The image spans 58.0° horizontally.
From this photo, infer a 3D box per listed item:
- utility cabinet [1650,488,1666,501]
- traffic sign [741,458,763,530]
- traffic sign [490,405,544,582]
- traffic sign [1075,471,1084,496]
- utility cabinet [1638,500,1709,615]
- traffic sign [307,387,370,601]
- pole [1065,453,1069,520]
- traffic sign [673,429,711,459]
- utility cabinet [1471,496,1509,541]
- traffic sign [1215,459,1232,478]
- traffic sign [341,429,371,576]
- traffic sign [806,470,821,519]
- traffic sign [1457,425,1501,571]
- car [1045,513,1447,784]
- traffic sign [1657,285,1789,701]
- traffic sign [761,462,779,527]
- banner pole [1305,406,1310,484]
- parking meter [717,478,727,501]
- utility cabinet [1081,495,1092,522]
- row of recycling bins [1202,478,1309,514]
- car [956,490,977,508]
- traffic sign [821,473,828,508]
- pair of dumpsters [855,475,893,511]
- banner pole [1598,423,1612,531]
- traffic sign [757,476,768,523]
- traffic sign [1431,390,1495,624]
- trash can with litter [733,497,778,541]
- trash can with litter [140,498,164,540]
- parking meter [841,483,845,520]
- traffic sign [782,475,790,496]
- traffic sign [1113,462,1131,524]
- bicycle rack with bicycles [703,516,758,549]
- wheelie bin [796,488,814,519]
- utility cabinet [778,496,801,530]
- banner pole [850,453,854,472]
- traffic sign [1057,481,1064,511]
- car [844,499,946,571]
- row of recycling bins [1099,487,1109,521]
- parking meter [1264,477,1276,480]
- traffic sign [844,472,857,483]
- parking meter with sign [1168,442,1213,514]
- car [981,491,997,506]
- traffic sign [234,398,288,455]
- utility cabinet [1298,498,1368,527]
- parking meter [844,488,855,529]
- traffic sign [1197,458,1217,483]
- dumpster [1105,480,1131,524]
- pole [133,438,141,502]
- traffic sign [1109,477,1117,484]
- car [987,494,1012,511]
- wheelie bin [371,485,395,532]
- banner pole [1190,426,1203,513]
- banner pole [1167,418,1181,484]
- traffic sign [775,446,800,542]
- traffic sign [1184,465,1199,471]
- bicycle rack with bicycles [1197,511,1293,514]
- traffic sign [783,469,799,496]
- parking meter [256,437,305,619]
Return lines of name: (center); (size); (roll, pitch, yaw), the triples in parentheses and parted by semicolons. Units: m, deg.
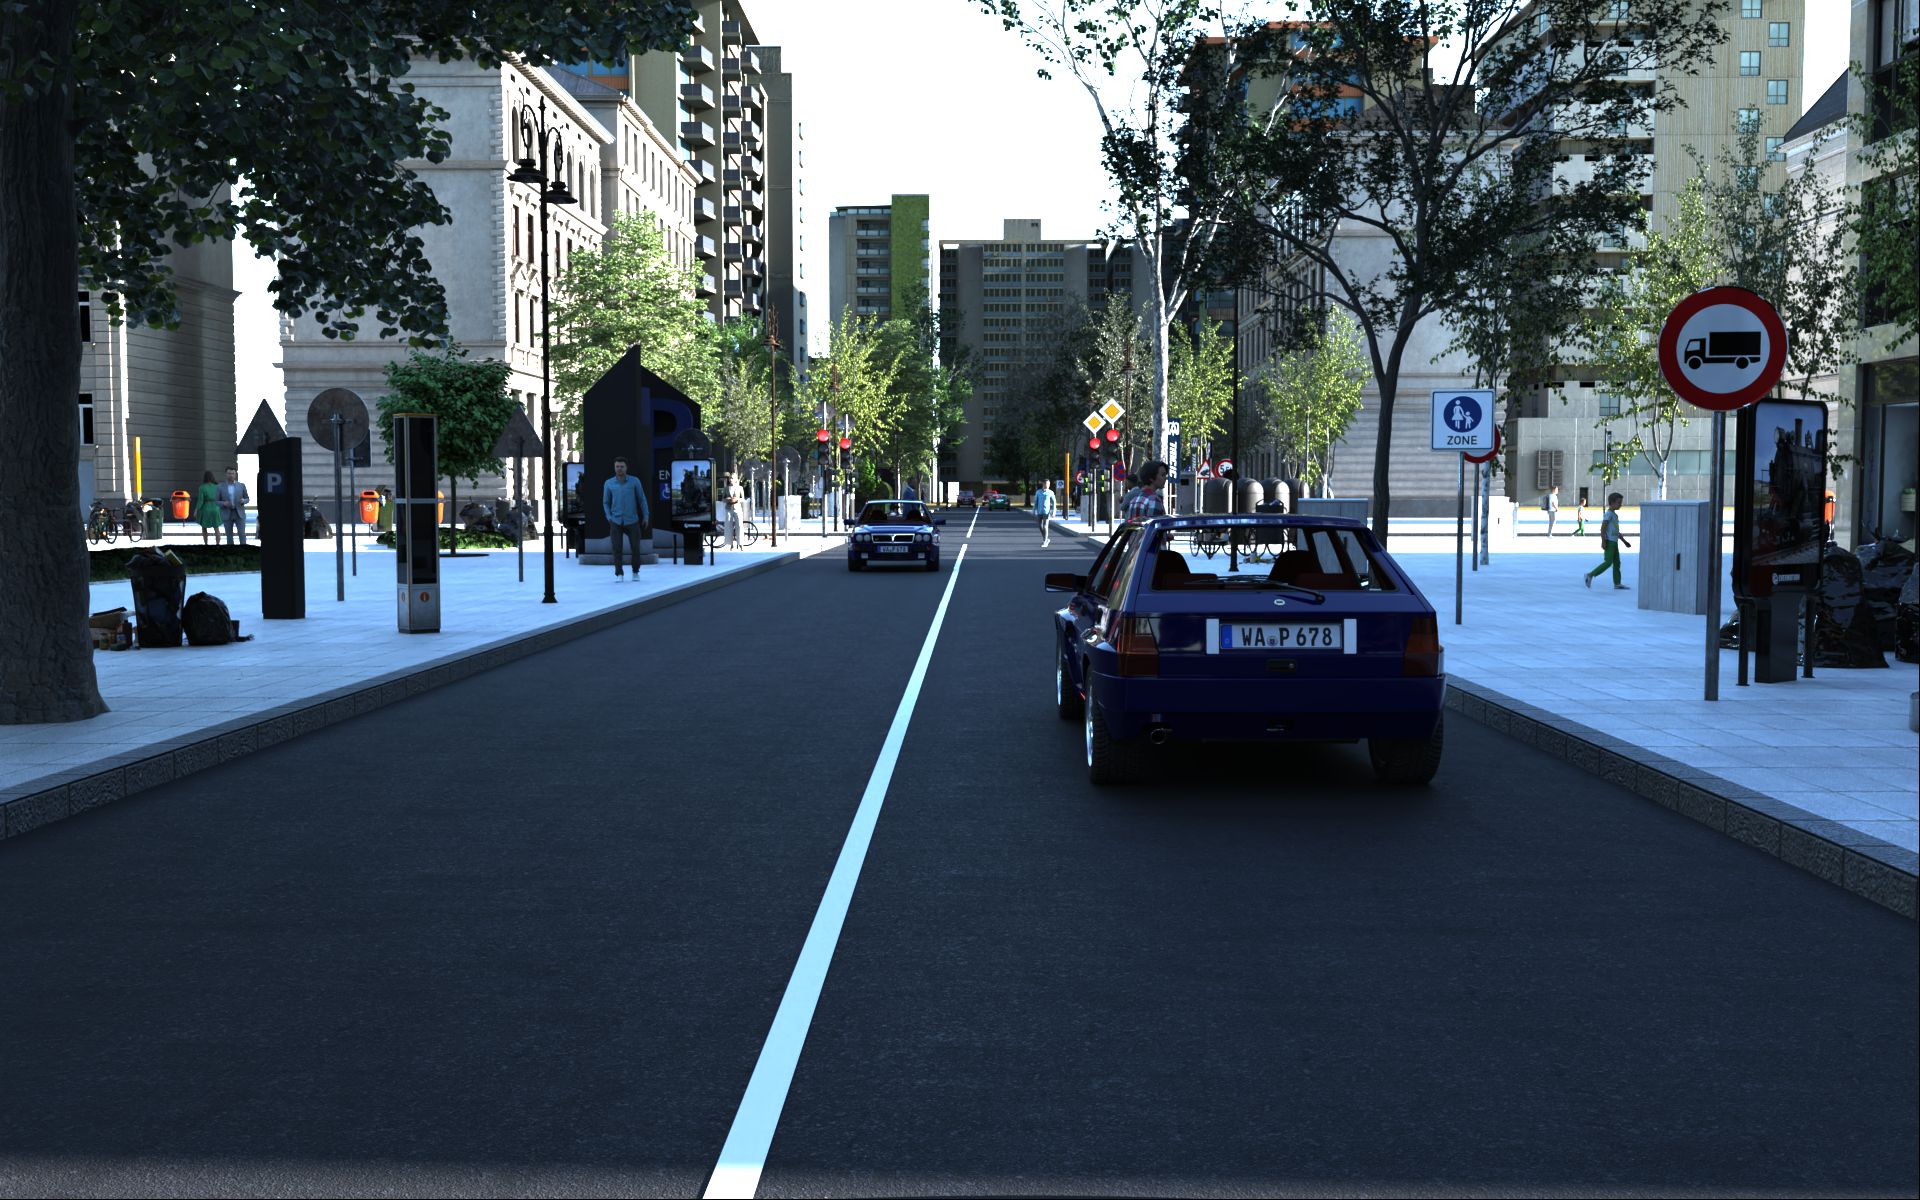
utility cabinet: (24.690, -3.221, 61.337); (0.318, 1.500, 1.173); (2, 4, 33)
traffic sign: (-7.386, -3.757, 61.538); (0.768, 2.556, 0.104); (0, 4, 2)
traffic sign: (-6.418, -1.544, 25.256); (0.884, 2.594, 0.081); (0, 4, 2)
traffic sign: (6.689, -5.799, 94.916); (0.768, 2.556, 0.104); (1, 4, 9)
utility cabinet: (7.820, -0.471, 18.867); (0.306, 1.237, 1.020); (-1, 4, -14)
traffic sign: (-7.439, -1.261, 20.730); (0.768, 2.556, 0.104); (0, 4, 5)
pole: (5.329, -5.664, 86.446); (0.158, 3.312, 0.155); (0, 3, 0)
traffic sign: (-5.213, -2.054, 33.692); (0.768, 2.556, 0.104); (0, 4, 8)
utility cabinet: (14.463, -2.208, 47.260); (1.020, 1.237, 0.306); (-1, 4, -18)
traffic sign: (9.670, -3.849, 63.033); (0.768, 2.556, 0.104); (0, 4, 6)
traffic sign: (-9.515, -1.531, 27.157); (0.606, 2.300, 0.079); (1, 4, 10)
traffic sign: (-7.619, -5.493, 89.915); (0.768, 2.556, 0.104); (1, 4, 10)
traffic sign: (8.609, -1.760, 28.877); (0.768, 2.556, 0.104); (0, 4, 5)
car: (1.483, 0.164, 9.901); (1.945, 1.354, 3.894); (0, 4, 0)
traffic sign: (4.674, -0.648, 10.698); (0.768, 2.556, 0.104); (1, 4, 8)
traffic sign: (-7.490, -4.149, 67.941); (0.768, 2.556, 0.104); (0, 4, 7)
banner pole: (9.831, -3.614, 49.099); (0.401, 3.779, 0.863); (1, 4, 10)
parking meter: (-8.526, -3.452, 62.147); (0.255, 1.863, 0.399); (1, 4, 11)
utility cabinet: (5.730, -4.132, 78.722); (0.306, 1.237, 1.020); (-1, 4, -10)
row of recycling bins: (7.627, -2.272, 44.268); (3.534, 1.692, 1.069); (-3, 4, -37)
car: (0.662, -10.752, 184.464); (2.281, 1.827, 5.304); (0, 4, -1)
traffic sign: (-8.455, -6.461, 105.751); (0.768, 2.556, 0.104); (0, 4, 8)
pair of dumpsters: (-4.282, -5.278, 88.788); (1.574, 2.255, 4.437); (0, 4, 1)
banner pole: (22.652, -4.319, 60.636); (0.401, 3.779, 0.863); (0, 4, 4)
traffic sign: (-8.678, -4.676, 76.553); (0.768, 2.556, 0.104); (1, 4, 9)
traffic sign: (4.907, -0.908, 16.979); (0.606, 2.300, 0.079); (1, 4, 10)
trash can with litter: (-5.684, -2.262, 48.043); (1.678, 1.210, 2.233); (2, 4, 29)
trash can with litter: (-22.800, -2.280, 48.666); (0.624, 1.170, 1.055); (-3, 5, -43)
parking meter: (-5.802, -4.945, 86.564); (0.399, 1.863, 0.255); (-1, 4, -18)
traffic sign: (-8.059, -5.004, 81.918); (0.768, 2.556, 0.104); (1, 4, 9)
traffic sign: (6.310, -4.149, 67.936); (0.768, 2.556, 0.104); (0, 4, 8)
bicycle rack with bicycles: (-6.331, -1.712, 41.371); (2.925, 0.926, 2.852); (0, 4, -4)
wheelie bin: (-7.913, -4.890, 87.858); (0.980, 1.594, 0.693); (-1, 4, -11)
utility cabinet: (-6.142, -3.133, 62.391); (0.306, 1.237, 1.020); (2, 4, 31)
banner pole: (-6.070, -6.301, 93.033); (0.863, 3.779, 0.401); (1, 4, 9)
traffic sign: (7.528, -7.792, 129.535); (0.606, 2.300, 0.079); (0, 4, 7)
car: (-1.247, -1.278, 33.476); (1.945, 1.354, 3.894); (0, 4, -1)
row of recycling bins: (7.020, -4.733, 84.496); (1.069, 1.692, 3.534); (0, 4, 4)
parking meter: (10.391, -3.203, 58.088); (0.399, 1.863, 0.255); (-3, 5, -39)
traffic sign: (-5.020, -4.732, 79.501); (0.606, 2.300, 0.079); (0, 4, 6)
parking meter with sign: (7.542, -3.774, 57.959); (1.738, 3.016, 0.543); (0, 3, 0)
car: (3.693, -12.241, 208.818); (2.281, 1.827, 5.304); (0, 4, 2)
traffic sign: (-9.416, -1.436, 23.485); (0.884, 2.594, 0.081); (0, 4, 4)
utility cabinet: (5.572, -0.903, 25.926); (1.020, 1.237, 0.306); (1, 4, 12)
parking meter: (-4.099, -3.420, 64.322); (0.372, 1.533, 0.369); (0, 3, 0)
traffic sign: (8.861, -3.826, 62.554); (0.884, 2.594, 0.081); (0, 4, 6)
dumpster: (6.829, -4.141, 73.460); (1.264, 1.857, 1.865); (0, 4, 1)
pole: (-29.712, -4.203, 62.561); (0.158, 3.312, 0.155); (0, 3, 0)
traffic sign: (10.450, -7.193, 117.719); (0.768, 2.556, 0.104); (0, 4, 3)
car: (3.337, -8.276, 147.108); (2.131, 1.459, 4.920); (0, 4, 1)
wheelie bin: (-19.517, -3.094, 58.501); (0.693, 1.594, 0.980); (-3, 5, -41)
banner pole: (8.735, -4.520, 63.917); (0.401, 3.779, 0.863); (-2, 4, -28)
banner pole: (6.015, -3.670, 50.022); (0.863, 3.779, 0.401); (-1, 4, -21)
traffic sign: (-4.655, -2.829, 46.354); (0.768, 2.556, 0.104); (0, 4, 5)
traffic sign: (9.993, -4.548, 74.464); (0.768, 2.556, 0.104); (0, 4, 5)
bicycle rack with bicycles: (5.496, -1.338, 35.262); (2.852, 0.926, 2.925); (-1, 4, -19)
traffic sign: (-7.697, -4.820, 78.907); (0.768, 2.556, 0.104); (1, 4, 8)
parking meter: (-6.986, -0.740, 17.812); (0.399, 1.863, 0.255); (1, 4, 9)
